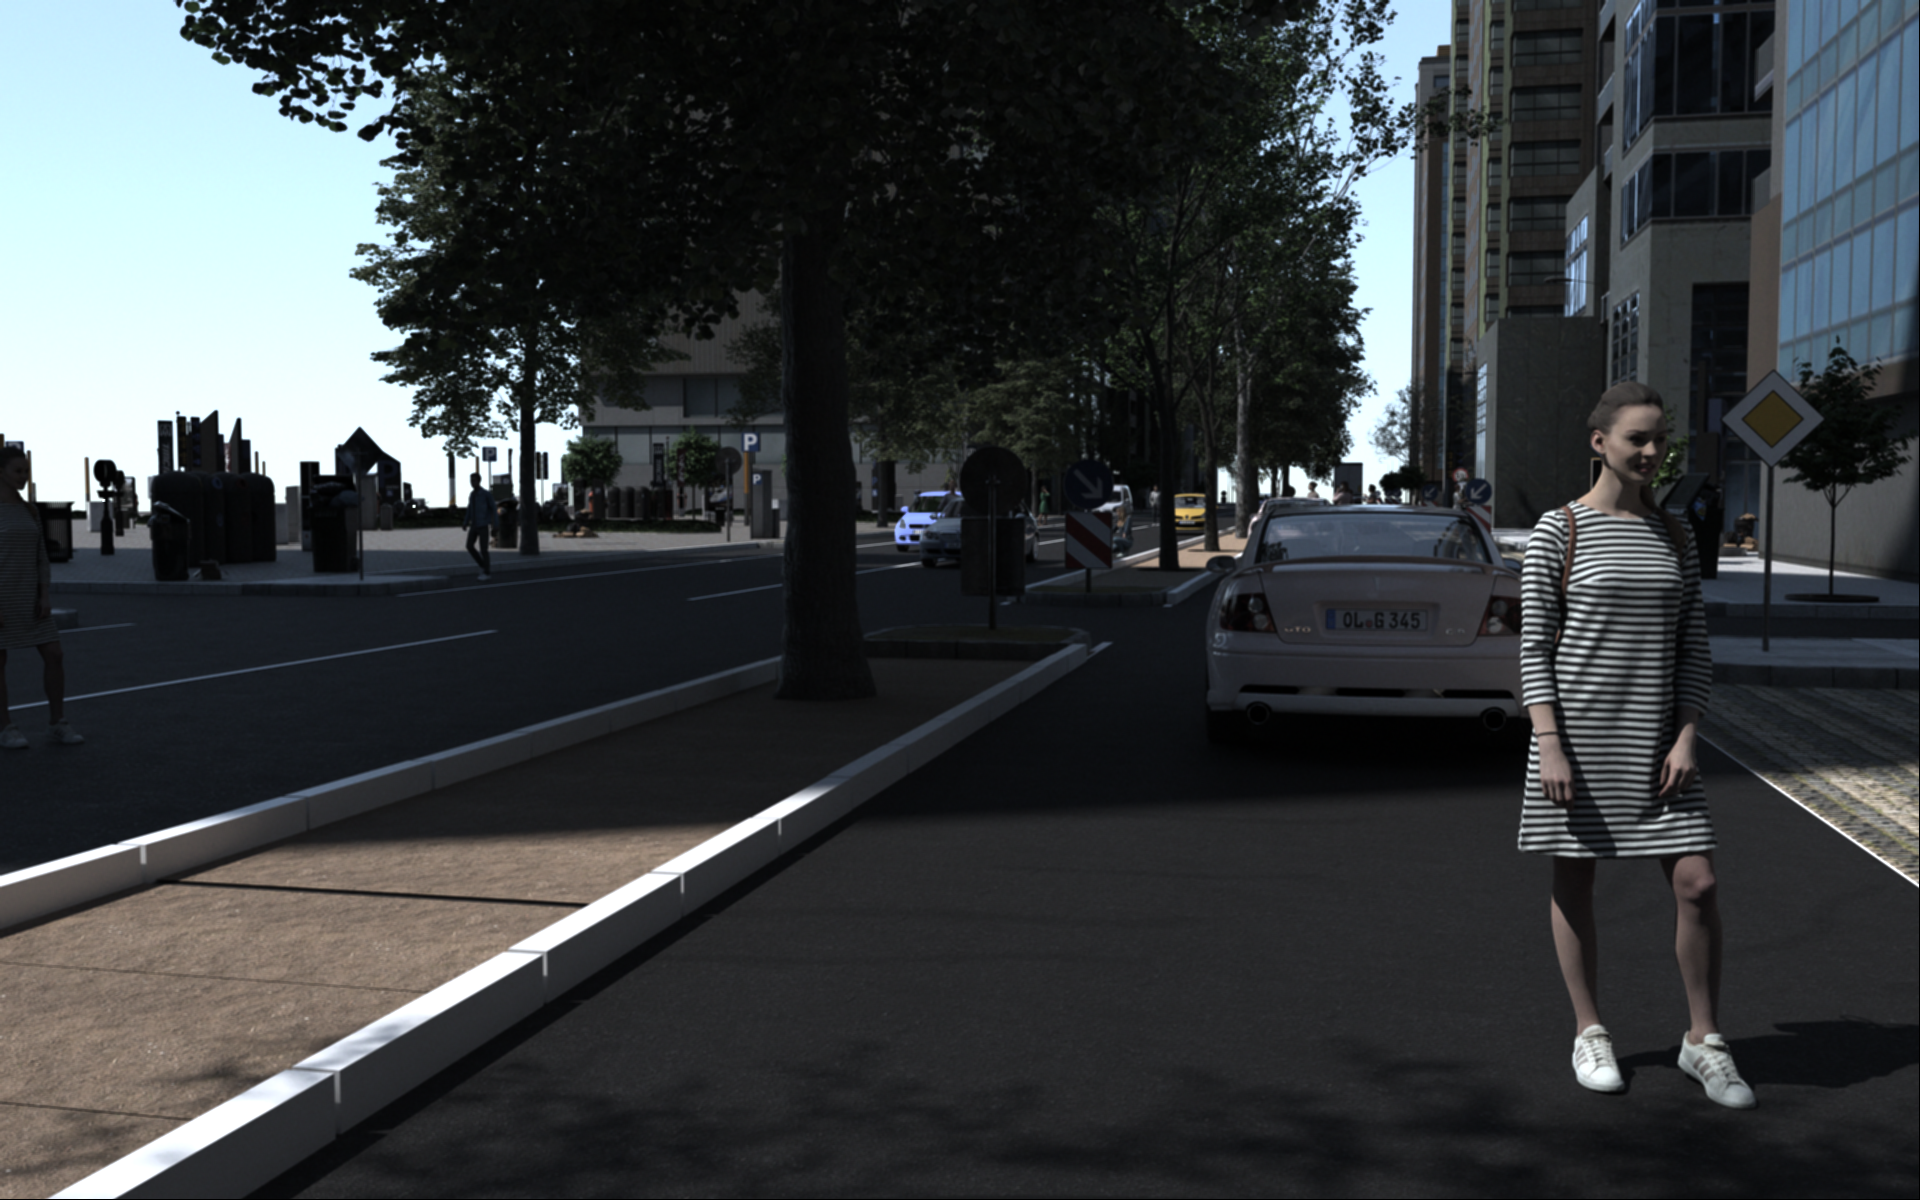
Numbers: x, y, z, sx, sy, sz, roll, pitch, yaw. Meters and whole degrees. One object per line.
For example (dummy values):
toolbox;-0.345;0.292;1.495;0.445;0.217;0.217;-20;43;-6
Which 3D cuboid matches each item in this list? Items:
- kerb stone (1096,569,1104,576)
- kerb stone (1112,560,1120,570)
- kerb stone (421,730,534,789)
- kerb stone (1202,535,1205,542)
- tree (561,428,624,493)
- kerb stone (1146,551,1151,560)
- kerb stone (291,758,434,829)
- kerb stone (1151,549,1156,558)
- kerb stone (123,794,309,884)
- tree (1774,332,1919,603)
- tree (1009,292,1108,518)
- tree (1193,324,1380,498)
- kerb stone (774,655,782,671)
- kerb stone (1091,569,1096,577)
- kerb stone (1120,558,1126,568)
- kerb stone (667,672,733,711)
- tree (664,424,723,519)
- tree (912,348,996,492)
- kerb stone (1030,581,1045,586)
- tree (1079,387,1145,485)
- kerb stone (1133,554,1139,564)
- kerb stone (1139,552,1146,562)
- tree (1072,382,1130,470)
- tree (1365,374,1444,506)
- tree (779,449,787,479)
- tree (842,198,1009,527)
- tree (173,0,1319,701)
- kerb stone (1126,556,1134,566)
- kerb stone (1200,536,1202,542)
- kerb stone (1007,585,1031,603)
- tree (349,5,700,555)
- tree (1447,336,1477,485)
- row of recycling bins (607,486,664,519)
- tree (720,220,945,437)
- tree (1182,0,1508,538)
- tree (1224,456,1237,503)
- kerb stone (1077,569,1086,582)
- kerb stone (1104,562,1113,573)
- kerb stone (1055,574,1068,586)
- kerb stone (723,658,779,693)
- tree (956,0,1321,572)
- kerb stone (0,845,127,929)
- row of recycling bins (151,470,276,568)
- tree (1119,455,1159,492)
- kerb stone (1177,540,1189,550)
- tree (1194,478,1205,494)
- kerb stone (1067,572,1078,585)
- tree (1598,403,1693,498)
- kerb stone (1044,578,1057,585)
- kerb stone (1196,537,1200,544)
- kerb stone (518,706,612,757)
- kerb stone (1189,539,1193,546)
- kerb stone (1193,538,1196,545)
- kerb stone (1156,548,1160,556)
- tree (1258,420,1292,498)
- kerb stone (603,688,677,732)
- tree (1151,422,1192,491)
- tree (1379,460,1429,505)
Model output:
kerb stone;2.358;-0.500;30.364;0.120;0.150;1.000;1;4;13
kerb stone;2.815;-0.623;32.375;0.120;0.150;1.000;1;4;13
kerb stone;-2.476;0.819;8.842;0.120;0.150;1.000;1;4;13
kerb stone;7.097;-1.780;51.374;0.120;0.150;1.000;1;4;13
tree;-18.333;-6.265;86.141;4.285;4.588;4.351;0;3;0
kerb stone;3.950;-0.928;37.375;0.120;0.150;1.000;1;4;13
kerb stone;-2.707;0.878;7.843;0.120;0.150;1.000;1;4;13
kerb stone;4.166;-0.987;38.379;0.120;0.150;1.000;1;4;13
kerb stone;-2.928;0.939;6.841;0.120;0.150;1.000;1;4;13
tree;10.377;-1.601;20.782;1.663;3.219;1.824;0;3;0
tree;4.101;-10.709;93.222;7.486;12.596;7.792;0;3;0
tree;17.431;-10.575;92.373;9.611;12.733;9.660;0;3;0
kerb stone;-1.352;0.514;13.834;0.120;0.150;1.000;1;4;13
kerb stone;2.138;-0.439;29.366;0.120;0.150;1.000;1;4;13
kerb stone;3.036;-0.682;33.376;0.120;0.150;1.000;1;4;13
kerb stone;-1.801;0.633;11.839;0.120;0.150;1.000;1;4;13
tree;-12.233;-5.889;80.003;4.285;4.588;4.351;0;3;0
tree;-0.405;-8.329;86.536;4.737;8.622;4.395;0;3;0
kerb stone;1.015;-0.133;24.366;0.120;0.150;1.000;1;4;13
tree;10.396;-10.367;119.860;4.737;8.622;4.395;0;3;0
kerb stone;3.495;-0.801;35.382;0.120;0.150;1.000;1;4;13
kerb stone;3.727;-0.867;36.377;0.120;0.150;1.000;1;4;13
tree;9.127;-10.078;115.136;4.360;8.622;3.978;0;3;0
tree;46.313;-16.302;176.913;12.009;13.543;11.850;0;3;0
tree;-7.640;-6.416;88.620;4.285;4.588;4.351;0;3;0
tree;-3.228;-9.099;66.901;7.486;12.596;7.792;0;3;0
tree;-0.958;-6.274;11.688;9.857;13.997;8.962;0;3;0
kerb stone;3.275;-0.741;34.384;0.120;0.150;1.000;1;4;13
kerb stone;6.874;-1.724;50.376;0.120;0.150;1.000;1;4;13
kerb stone;0.788;-0.066;23.358;0.120;0.150;1.000;1;4;13
tree;-8.740;-7.214;36.080;7.486;12.596;7.792;0;3;0
tree;23.476;-7.724;76.655;4.360;8.622;3.978;0;3;0
row of recycling bins;-17.005;-5.131;91.002;3.534;1.692;1.069;1;4;21
tree;-4.384;-7.470;56.554;7.601;10.594;8.767;1;4;21
tree;10.085;-11.974;54.120;12.611;20.169;13.585;0;3;0
tree;39.948;-18.468;252.320;4.360;8.622;3.978;0;3;0
kerb stone;1.923;-0.377;28.367;0.120;0.150;1.000;1;4;13
kerb stone;2.595;-0.555;31.371;0.120;0.150;1.000;1;4;13
kerb stone;1.468;-0.255;26.370;0.120;0.150;1.000;1;4;13
kerb stone;-1.581;0.572;12.838;0.120;0.150;1.000;1;4;13
tree;3.793;-6.342;31.903;9.928;11.665;9.643;0;3;0
kerb stone;-3.156;1.000;5.842;0.120;0.150;1.000;1;4;13
row of recycling bins;-13.649;-1.502;31.671;1.069;1.692;3.534;0;4;4
tree;15.064;-9.896;145.519;4.285;4.588;4.351;0;3;0
kerb stone;5.970;-1.479;46.376;0.120;0.150;1.000;1;4;13
tree;28.670;-12.850;204.691;1.663;3.219;1.824;0;3;0
kerb stone;1.687;-0.316;27.369;0.120;0.150;1.000;1;4;13
tree;12.655;-2.291;32.059;1.663;3.219;1.824;0;3;0
kerb stone;1.240;-0.192;25.366;0.120;0.150;1.000;1;4;13
kerb stone;6.655;-1.659;49.373;0.120;0.150;1.000;1;4;13
kerb stone;-2.258;0.756;9.841;0.120;0.150;1.000;1;4;13
kerb stone;6.199;-1.535;47.374;0.120;0.150;1.000;1;4;13
kerb stone;6.424;-1.596;48.372;0.120;0.150;1.000;1;4;13
kerb stone;4.394;-1.050;39.375;0.120;0.150;1.000;1;4;13
tree;15.493;-8.047;84.392;4.737;8.622;4.395;0;3;0
kerb stone;-2.031;0.695;10.838;0.120;0.150;1.000;1;4;13
tree;20.246;-13.106;164.650;4.360;8.622;3.978;0;3;0
tree;42.401;-10.963;162.958;4.285;4.588;4.351;0;3;0
